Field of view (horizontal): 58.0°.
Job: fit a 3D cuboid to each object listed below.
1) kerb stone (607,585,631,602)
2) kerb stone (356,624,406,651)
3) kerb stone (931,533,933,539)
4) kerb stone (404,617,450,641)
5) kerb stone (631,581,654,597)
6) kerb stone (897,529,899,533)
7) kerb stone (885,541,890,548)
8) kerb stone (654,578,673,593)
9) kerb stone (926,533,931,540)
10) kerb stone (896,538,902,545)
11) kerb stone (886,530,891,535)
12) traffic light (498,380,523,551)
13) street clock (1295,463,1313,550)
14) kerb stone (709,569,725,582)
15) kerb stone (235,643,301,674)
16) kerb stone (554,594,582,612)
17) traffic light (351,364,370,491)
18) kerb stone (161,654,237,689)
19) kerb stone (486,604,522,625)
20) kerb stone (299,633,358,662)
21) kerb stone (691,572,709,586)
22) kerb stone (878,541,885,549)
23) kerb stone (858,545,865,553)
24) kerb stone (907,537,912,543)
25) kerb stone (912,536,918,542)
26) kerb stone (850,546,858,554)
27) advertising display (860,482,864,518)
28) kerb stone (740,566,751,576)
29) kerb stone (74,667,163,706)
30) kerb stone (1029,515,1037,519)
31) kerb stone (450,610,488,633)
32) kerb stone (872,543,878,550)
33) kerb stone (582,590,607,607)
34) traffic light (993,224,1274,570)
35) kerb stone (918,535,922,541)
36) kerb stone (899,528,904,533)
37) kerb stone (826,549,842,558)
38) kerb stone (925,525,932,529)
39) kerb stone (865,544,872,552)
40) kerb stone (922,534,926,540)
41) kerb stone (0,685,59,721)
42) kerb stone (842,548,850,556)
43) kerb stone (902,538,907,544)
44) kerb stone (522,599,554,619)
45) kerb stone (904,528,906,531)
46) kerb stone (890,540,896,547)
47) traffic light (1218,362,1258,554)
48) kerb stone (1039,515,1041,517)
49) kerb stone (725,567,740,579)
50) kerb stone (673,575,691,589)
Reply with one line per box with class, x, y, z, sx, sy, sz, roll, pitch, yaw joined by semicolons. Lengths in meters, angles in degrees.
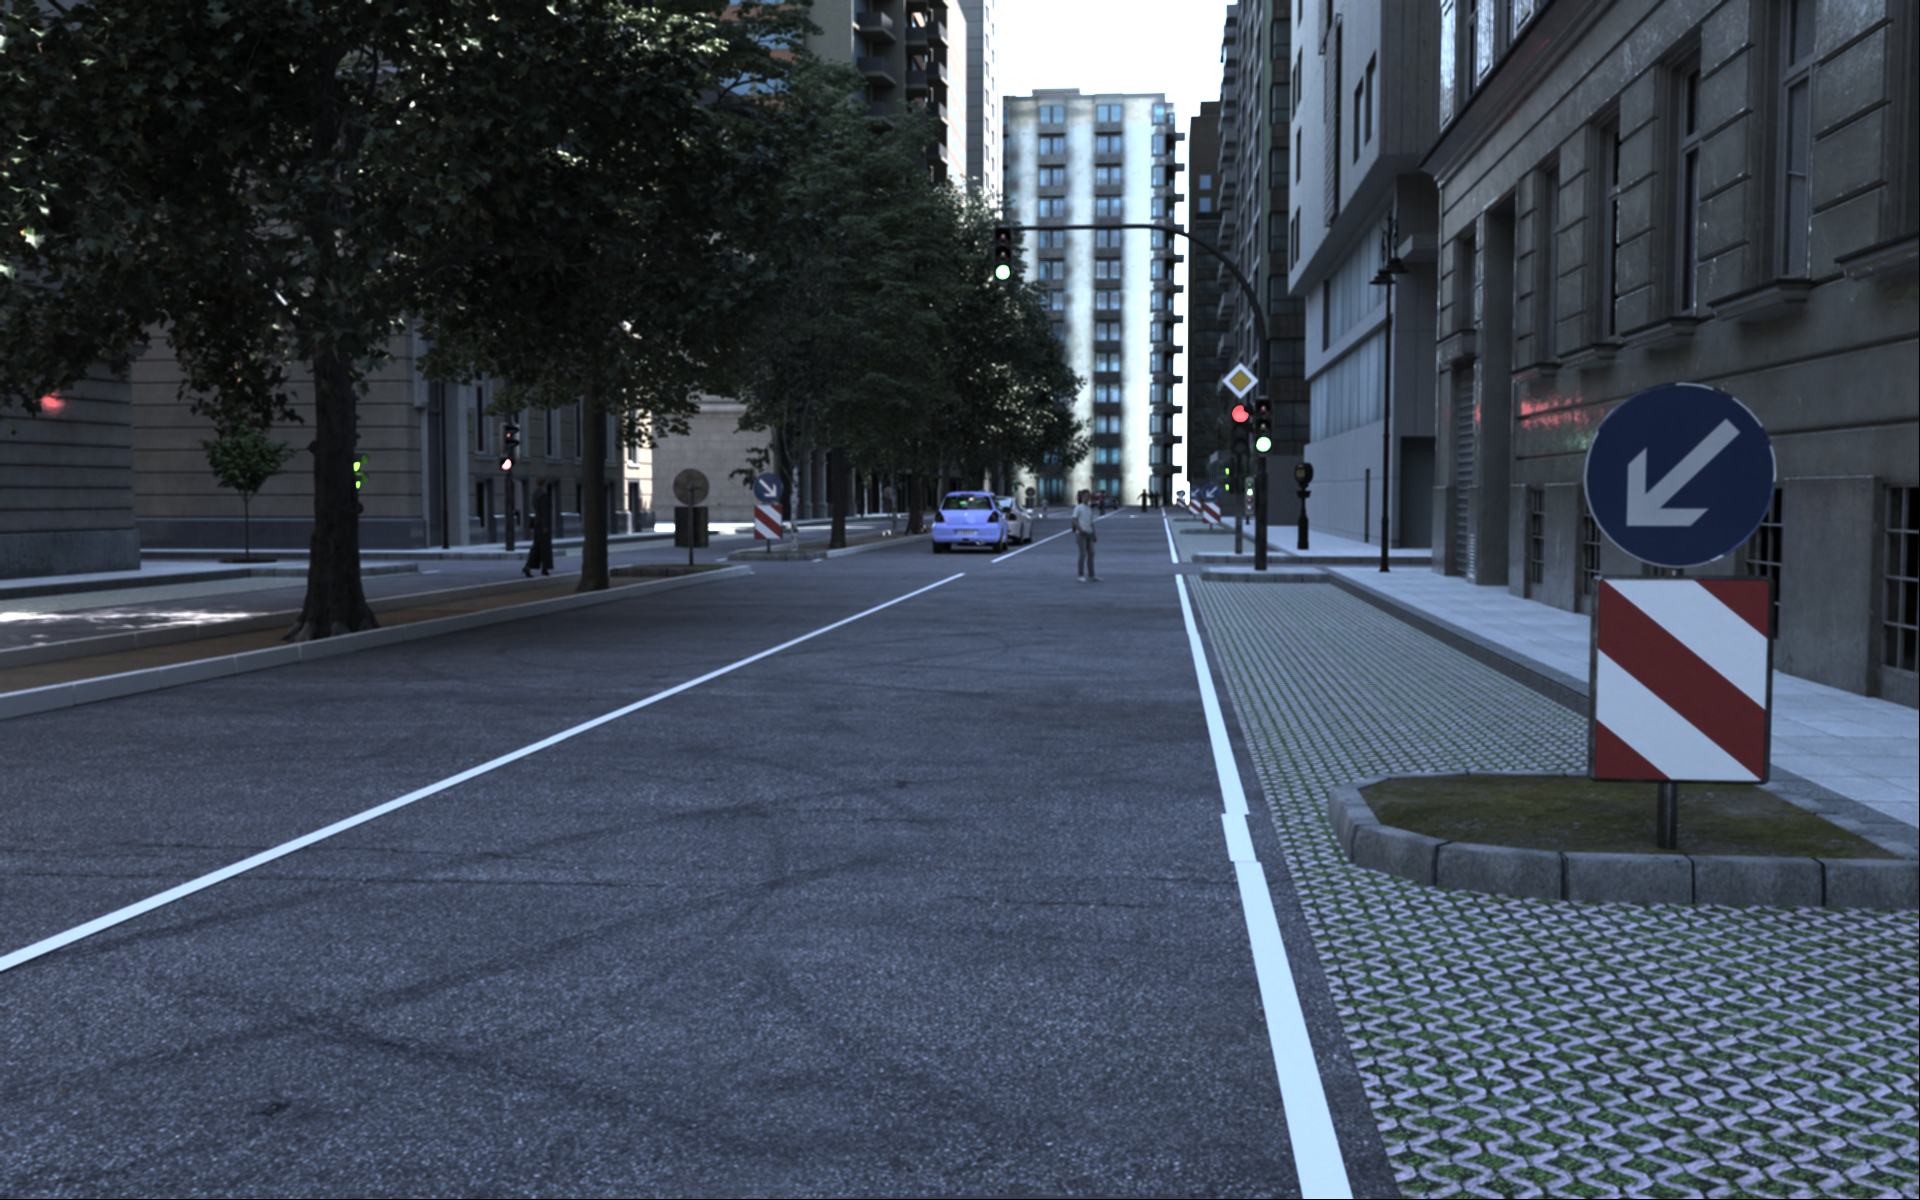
kerb stone;-4.690;-0.070;23.418;0.120;0.150;1.000;0;4;7
kerb stone;-5.507;0.362;16.285;0.120;0.150;1.000;0;4;7
kerb stone;-0.996;-2.036;55.510;0.120;0.150;1.000;0;4;7
kerb stone;-5.386;0.299;17.306;0.120;0.150;1.000;0;4;7
kerb stone;-4.566;-0.137;24.443;0.120;0.150;1.000;0;4;7
kerb stone;-2.390;-2.425;61.838;0.120;0.150;1.000;0;4;7
kerb stone;-2.068;-1.476;46.321;0.120;0.150;1.000;0;4;7
kerb stone;-4.451;-0.198;25.459;0.120;0.150;1.000;0;4;7
kerb stone;-1.115;-1.975;54.486;0.120;0.150;1.000;0;4;7
kerb stone;-1.822;-1.601;48.367;0.120;0.150;1.000;0;4;7
kerb stone;-2.616;-2.297;59.802;0.120;0.150;1.000;0;4;7
traffic light;-8.015;-3.912;38.635;4.771;5.953;1.251;0;4;7
street clock;7.949;-2.171;40.074;0.358;2.002;0.471;-1;4;-19
kerb stone;-4.102;-0.386;28.513;0.120;0.150;1.000;0;4;7
kerb stone;-5.744;0.492;14.242;0.120;0.150;1.000;0;4;7
kerb stone;-4.923;0.052;21.380;0.120;0.150;1.000;0;4;7
traffic light;-11.015;-2.568;30.905;0.839;4.253;0.868;0;4;7
kerb stone;-5.863;0.554;13.222;0.120;0.150;1.000;0;4;7
kerb stone;-5.158;0.175;19.342;0.120;0.150;1.000;0;4;7
kerb stone;-5.619;0.427;15.263;0.120;0.150;1.000;0;4;7
kerb stone;-4.218;-0.324;27.498;0.120;0.150;1.000;0;4;7
kerb stone;-2.171;-1.413;45.304;0.120;0.150;1.000;0;4;7
kerb stone;-2.525;-1.227;42.254;0.120;0.150;1.000;0;4;7
kerb stone;-1.588;-1.726;50.413;0.120;0.150;1.000;0;4;7
kerb stone;-1.465;-1.788;51.428;0.120;0.150;1.000;0;4;7
kerb stone;-2.643;-1.163;41.239;0.120;0.150;1.000;0;4;7
advertising display;-5.321;-5.427;93.941;0.123;1.923;0.974;0;4;-7
kerb stone;-3.865;-0.509;30.553;0.120;0.150;1.000;0;4;7
kerb stone;-5.980;0.614;12.207;0.120;0.150;1.000;0;4;7
kerb stone;4.267;-4.842;101.358;0.120;0.150;1.000;0;4;7
kerb stone;-5.275;0.241;18.327;0.120;0.150;1.000;0;4;7
kerb stone;-2.293;-1.351;44.286;0.120;0.150;1.000;0;4;7
kerb stone;-4.809;-0.012;22.397;0.120;0.150;1.000;0;4;7
traffic light;2.954;-3.334;29.179;4.771;5.953;1.251;0;4;7
kerb stone;-1.355;-1.849;52.450;0.120;0.150;1.000;0;4;7
kerb stone;-2.274;-2.481;62.856;0.120;0.150;1.000;0;4;7
kerb stone;-2.882;-1.039;39.195;0.120;0.150;1.000;0;4;7
kerb stone;-1.216;-3.047;72.027;0.120;0.150;1.000;0;4;7
kerb stone;-2.405;-1.289;43.270;0.120;0.150;1.000;0;4;7
kerb stone;-1.239;-1.913;53.471;0.120;0.150;1.000;0;4;7
kerb stone;-6.092;0.675;11.181;0.120;0.150;1.000;0;4;7
kerb stone;-2.757;-1.103;40.223;0.120;0.150;1.000;0;4;7
kerb stone;-1.702;-1.663;49.394;0.120;0.150;1.000;0;4;7
kerb stone;-5.036;0.114;20.365;0.120;0.150;1.000;0;4;7
kerb stone;-2.148;-2.549;63.874;0.120;0.150;1.000;0;4;7
kerb stone;-1.941;-1.538;47.342;0.120;0.150;1.000;0;4;7
traffic light;5.955;-2.942;37.015;0.839;4.253;0.868;0;4;7
kerb stone;4.625;-5.023;104.405;0.120;0.150;1.000;0;4;7
kerb stone;-3.982;-0.449;29.532;0.120;0.150;1.000;0;4;7
kerb stone;-4.340;-0.262;26.475;0.120;0.150;1.000;0;4;7
